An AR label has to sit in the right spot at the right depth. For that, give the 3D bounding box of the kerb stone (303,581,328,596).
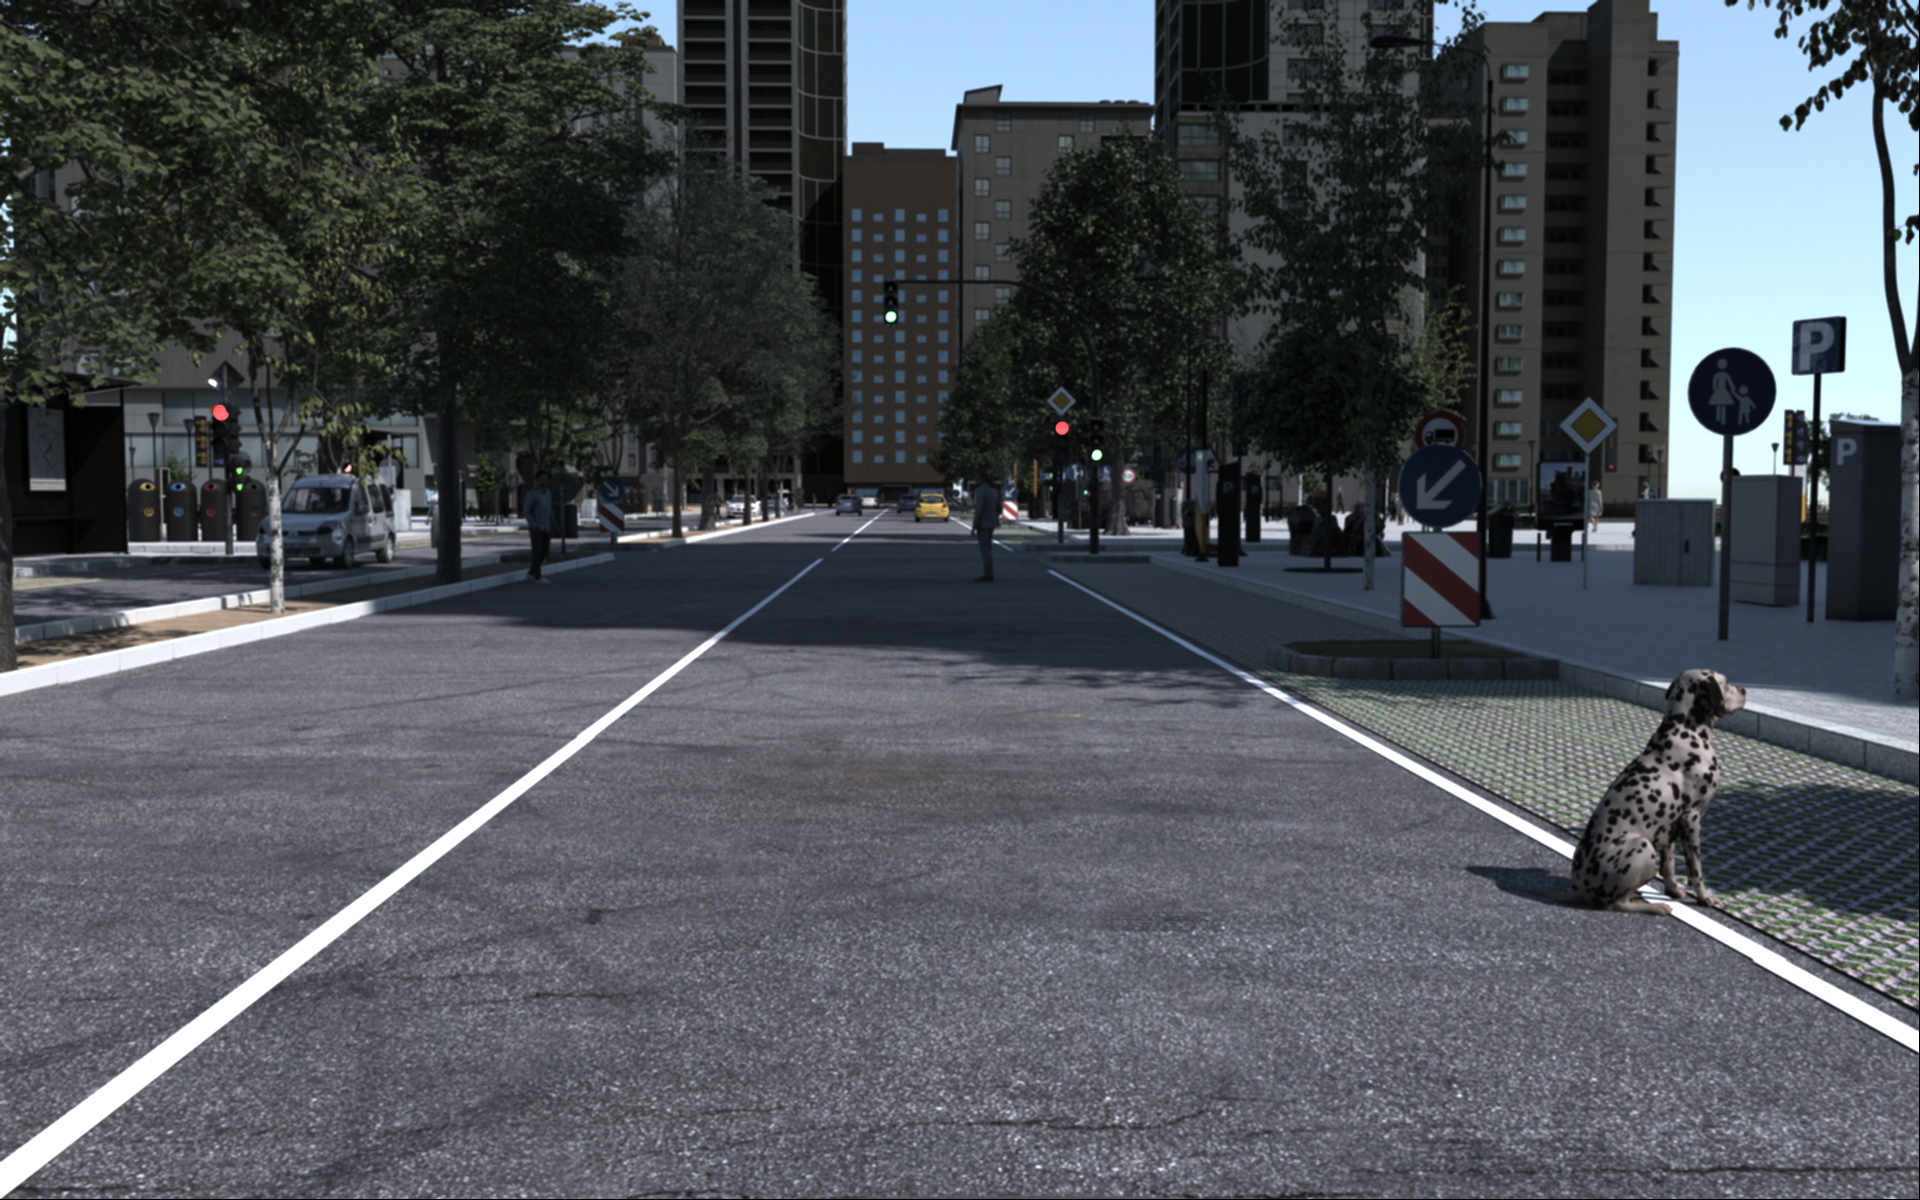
[{"bbox_3d":[-9.281,-0.152,24.720,0.120,0.150,1.000,0,4,-2],"label":"kerb stone"}]

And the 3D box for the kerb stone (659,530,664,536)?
[{"bbox_3d":[-10.328,-2.256,59.081,0.120,0.150,1.000,0,4,-2],"label":"kerb stone"}]

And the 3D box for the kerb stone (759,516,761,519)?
[{"bbox_3d":[-11.506,-4.639,98.047,0.120,0.150,1.000,0,4,-2],"label":"kerb stone"}]

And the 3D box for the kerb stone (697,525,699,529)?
[{"bbox_3d":[-10.641,-2.876,69.323,0.120,0.150,1.000,0,4,-2],"label":"kerb stone"}]

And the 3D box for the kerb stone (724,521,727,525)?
[{"bbox_3d":[-10.950,-3.510,79.577,0.120,0.150,1.000,0,4,-2],"label":"kerb stone"}]

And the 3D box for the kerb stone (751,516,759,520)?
[{"bbox_3d":[-11.478,-4.568,97.023,0.120,0.150,1.000,0,4,-2],"label":"kerb stone"}]

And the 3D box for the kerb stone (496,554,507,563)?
[{"bbox_3d":[-9.622,-0.845,36.005,0.120,0.150,1.000,0,4,-2],"label":"kerb stone"}]

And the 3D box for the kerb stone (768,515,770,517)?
[{"bbox_3d":[-11.695,-5.014,104.191,0.120,0.150,1.000,0,4,-2],"label":"kerb stone"}]

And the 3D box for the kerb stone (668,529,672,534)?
[{"bbox_3d":[-10.397,-2.381,61.124,0.120,0.150,1.000,0,4,-2],"label":"kerb stone"}]

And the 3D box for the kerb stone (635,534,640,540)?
[{"bbox_3d":[-10.174,-1.942,53.952,0.120,0.150,1.000,0,4,-2],"label":"kerb stone"}]

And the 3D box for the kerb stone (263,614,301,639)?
[{"bbox_3d":[-6.965,0.282,17.601,0.120,0.150,1.000,0,4,-2],"label":"kerb stone"}]

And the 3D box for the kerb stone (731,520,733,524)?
[{"bbox_3d":[-11.044,-3.697,82.661,0.120,0.150,1.000,0,4,-2],"label":"kerb stone"}]

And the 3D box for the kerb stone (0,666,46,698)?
[{"bbox_3d":[-6.818,0.598,12.479,0.120,0.150,1.000,0,4,-2],"label":"kerb stone"}]

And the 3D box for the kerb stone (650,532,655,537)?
[{"bbox_3d":[-10.265,-2.130,57.024,0.120,0.150,1.000,0,4,-2],"label":"kerb stone"}]

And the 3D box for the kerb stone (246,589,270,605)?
[{"bbox_3d":[-9.224,-0.029,22.665,0.120,0.150,1.000,0,4,-2],"label":"kerb stone"}]

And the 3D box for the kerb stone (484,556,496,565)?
[{"bbox_3d":[-9.603,-0.781,34.983,0.120,0.150,1.000,0,4,-2],"label":"kerb stone"}]

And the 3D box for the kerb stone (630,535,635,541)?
[{"bbox_3d":[-10.148,-1.879,52.927,0.120,0.150,1.000,0,4,-2],"label":"kerb stone"}]

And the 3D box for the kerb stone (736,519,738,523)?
[{"bbox_3d":[-11.102,-3.824,84.713,0.120,0.150,1.000,0,4,-2],"label":"kerb stone"}]

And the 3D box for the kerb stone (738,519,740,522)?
[{"bbox_3d":[-11.144,-3.885,85.735,0.120,0.150,1.000,0,4,-2],"label":"kerb stone"}]

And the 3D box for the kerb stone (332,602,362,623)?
[{"bbox_3d":[-7.031,0.156,19.645,0.120,0.150,1.000,0,4,-2],"label":"kerb stone"}]

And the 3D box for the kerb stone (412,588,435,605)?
[{"bbox_3d":[-7.128,-0.029,22.737,0.120,0.150,1.000,0,4,-2],"label":"kerb stone"}]

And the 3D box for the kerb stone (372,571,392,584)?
[{"bbox_3d":[-9.375,-0.343,27.800,0.120,0.150,1.000,0,4,-2],"label":"kerb stone"}]

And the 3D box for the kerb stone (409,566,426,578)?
[{"bbox_3d":[-9.441,-0.468,29.845,0.120,0.150,1.000,0,4,-2],"label":"kerb stone"}]

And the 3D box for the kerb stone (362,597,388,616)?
[{"bbox_3d":[-7.071,0.093,20.676,0.120,0.150,1.000,0,4,-2],"label":"kerb stone"}]

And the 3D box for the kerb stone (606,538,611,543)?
[{"bbox_3d":[-10.018,-1.629,48.837,0.120,0.150,1.000,0,4,-2],"label":"kerb stone"}]

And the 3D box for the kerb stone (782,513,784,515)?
[{"bbox_3d":[-12.131,-5.890,118.539,0.120,0.150,1.000,0,4,-2],"label":"kerb stone"}]

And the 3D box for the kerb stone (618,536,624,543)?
[{"bbox_3d":[-10.085,-1.752,50.884,0.120,0.150,1.000,0,4,-2],"label":"kerb stone"}]

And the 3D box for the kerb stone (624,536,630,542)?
[{"bbox_3d":[-10.112,-1.811,51.906,0.120,0.150,1.000,0,4,-2],"label":"kerb stone"}]

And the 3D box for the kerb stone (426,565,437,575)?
[{"bbox_3d":[-9.476,-0.530,30.867,0.120,0.150,1.000,0,4,-2],"label":"kerb stone"}]

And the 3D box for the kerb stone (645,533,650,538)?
[{"bbox_3d":[-10.235,-2.068,56.000,0.120,0.150,1.000,0,4,-2],"label":"kerb stone"}]

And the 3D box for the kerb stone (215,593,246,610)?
[{"bbox_3d":[-9.197,0.034,21.632,0.120,0.150,1.000,0,4,-2],"label":"kerb stone"}]

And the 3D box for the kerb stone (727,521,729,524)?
[{"bbox_3d":[-10.980,-3.572,80.600,0.120,0.150,1.000,0,4,-2],"label":"kerb stone"}]

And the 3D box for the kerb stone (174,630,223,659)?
[{"bbox_3d":[-6.908,0.407,15.558,0.120,0.150,1.000,0,4,-2],"label":"kerb stone"}]

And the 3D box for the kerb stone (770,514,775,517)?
[{"bbox_3d":[-11.856,-5.325,109.302,0.120,0.150,1.000,0,4,-2],"label":"kerb stone"}]

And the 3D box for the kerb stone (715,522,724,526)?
[{"bbox_3d":[-10.924,-3.444,78.555,0.120,0.150,1.000,0,4,-2],"label":"kerb stone"}]

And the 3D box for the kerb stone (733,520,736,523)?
[{"bbox_3d":[-11.076,-3.759,83.689,0.120,0.150,1.000,0,4,-2],"label":"kerb stone"}]

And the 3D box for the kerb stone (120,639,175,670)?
[{"bbox_3d":[-6.876,0.469,14.528,0.120,0.150,1.000,0,4,-2],"label":"kerb stone"}]

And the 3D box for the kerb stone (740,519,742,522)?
[{"bbox_3d":[-11.167,-3.949,86.765,0.120,0.150,1.000,0,4,-2],"label":"kerb stone"}]

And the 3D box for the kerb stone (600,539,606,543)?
[{"bbox_3d":[-9.995,-1.565,47.815,0.120,0.150,1.000,0,4,-2],"label":"kerb stone"}]

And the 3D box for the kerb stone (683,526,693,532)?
[{"bbox_3d":[-10.575,-2.747,67.273,0.120,0.150,1.000,0,4,-2],"label":"kerb stone"}]

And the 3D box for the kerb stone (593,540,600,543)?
[{"bbox_3d":[-9.955,-1.504,46.793,0.120,0.150,1.000,0,4,-2],"label":"kerb stone"}]

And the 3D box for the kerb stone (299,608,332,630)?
[{"bbox_3d":[-7.005,0.219,18.623,0.120,0.150,1.000,0,4,-2],"label":"kerb stone"}]

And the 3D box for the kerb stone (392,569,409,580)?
[{"bbox_3d":[-9.414,-0.398,28.822,0.120,0.150,1.000,0,4,-2],"label":"kerb stone"}]

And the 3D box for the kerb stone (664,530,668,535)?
[{"bbox_3d":[-10.361,-2.318,60.103,0.120,0.150,1.000,0,4,-2],"label":"kerb stone"}]

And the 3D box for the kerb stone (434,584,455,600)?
[{"bbox_3d":[-7.159,-0.095,23.763,0.120,0.150,1.000,0,4,-2],"label":"kerb stone"}]

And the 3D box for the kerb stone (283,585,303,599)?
[{"bbox_3d":[-9.263,-0.091,23.691,0.120,0.150,1.000,0,4,-2],"label":"kerb stone"}]

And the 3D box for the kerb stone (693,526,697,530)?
[{"bbox_3d":[-10.608,-2.818,68.301,0.120,0.150,1.000,0,4,-2],"label":"kerb stone"}]

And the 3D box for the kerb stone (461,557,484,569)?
[{"bbox_3d":[-9.572,-0.719,33.949,0.120,0.150,1.000,0,4,-2],"label":"kerb stone"}]

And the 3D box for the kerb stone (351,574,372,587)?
[{"bbox_3d":[-9.352,-0.272,26.770,0.120,0.150,1.000,0,4,-2],"label":"kerb stone"}]

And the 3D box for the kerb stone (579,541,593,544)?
[{"bbox_3d":[-9.925,-1.442,45.770,0.120,0.150,1.000,0,4,-2],"label":"kerb stone"}]

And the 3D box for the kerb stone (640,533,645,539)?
[{"bbox_3d":[-10.202,-2.000,54.974,0.120,0.150,1.000,0,4,-2],"label":"kerb stone"}]

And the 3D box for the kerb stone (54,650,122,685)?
[{"bbox_3d":[-6.846,0.532,13.501,0.120,0.150,1.000,0,4,-2],"label":"kerb stone"}]

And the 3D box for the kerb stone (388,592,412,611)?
[{"bbox_3d":[-7.102,0.031,21.715,0.120,0.150,1.000,0,4,-2],"label":"kerb stone"}]

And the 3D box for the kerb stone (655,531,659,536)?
[{"bbox_3d":[-10.302,-2.194,58.059,0.120,0.150,1.000,0,4,-2],"label":"kerb stone"}]

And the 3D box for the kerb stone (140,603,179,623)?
[{"bbox_3d":[-9.135,0.160,19.585,0.120,0.150,1.000,0,4,-2],"label":"kerb stone"}]

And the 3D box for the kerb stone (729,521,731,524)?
[{"bbox_3d":[-11.004,-3.635,81.630,0.120,0.150,1.000,0,4,-2],"label":"kerb stone"}]

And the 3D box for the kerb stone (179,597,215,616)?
[{"bbox_3d":[-9.163,0.097,20.608,0.120,0.150,1.000,0,4,-2],"label":"kerb stone"}]

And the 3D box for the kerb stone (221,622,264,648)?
[{"bbox_3d":[-6.940,0.344,16.579,0.120,0.150,1.000,0,4,-2],"label":"kerb stone"}]

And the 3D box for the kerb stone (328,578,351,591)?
[{"bbox_3d":[-9.312,-0.217,25.741,0.120,0.150,1.000,0,4,-2],"label":"kerb stone"}]
